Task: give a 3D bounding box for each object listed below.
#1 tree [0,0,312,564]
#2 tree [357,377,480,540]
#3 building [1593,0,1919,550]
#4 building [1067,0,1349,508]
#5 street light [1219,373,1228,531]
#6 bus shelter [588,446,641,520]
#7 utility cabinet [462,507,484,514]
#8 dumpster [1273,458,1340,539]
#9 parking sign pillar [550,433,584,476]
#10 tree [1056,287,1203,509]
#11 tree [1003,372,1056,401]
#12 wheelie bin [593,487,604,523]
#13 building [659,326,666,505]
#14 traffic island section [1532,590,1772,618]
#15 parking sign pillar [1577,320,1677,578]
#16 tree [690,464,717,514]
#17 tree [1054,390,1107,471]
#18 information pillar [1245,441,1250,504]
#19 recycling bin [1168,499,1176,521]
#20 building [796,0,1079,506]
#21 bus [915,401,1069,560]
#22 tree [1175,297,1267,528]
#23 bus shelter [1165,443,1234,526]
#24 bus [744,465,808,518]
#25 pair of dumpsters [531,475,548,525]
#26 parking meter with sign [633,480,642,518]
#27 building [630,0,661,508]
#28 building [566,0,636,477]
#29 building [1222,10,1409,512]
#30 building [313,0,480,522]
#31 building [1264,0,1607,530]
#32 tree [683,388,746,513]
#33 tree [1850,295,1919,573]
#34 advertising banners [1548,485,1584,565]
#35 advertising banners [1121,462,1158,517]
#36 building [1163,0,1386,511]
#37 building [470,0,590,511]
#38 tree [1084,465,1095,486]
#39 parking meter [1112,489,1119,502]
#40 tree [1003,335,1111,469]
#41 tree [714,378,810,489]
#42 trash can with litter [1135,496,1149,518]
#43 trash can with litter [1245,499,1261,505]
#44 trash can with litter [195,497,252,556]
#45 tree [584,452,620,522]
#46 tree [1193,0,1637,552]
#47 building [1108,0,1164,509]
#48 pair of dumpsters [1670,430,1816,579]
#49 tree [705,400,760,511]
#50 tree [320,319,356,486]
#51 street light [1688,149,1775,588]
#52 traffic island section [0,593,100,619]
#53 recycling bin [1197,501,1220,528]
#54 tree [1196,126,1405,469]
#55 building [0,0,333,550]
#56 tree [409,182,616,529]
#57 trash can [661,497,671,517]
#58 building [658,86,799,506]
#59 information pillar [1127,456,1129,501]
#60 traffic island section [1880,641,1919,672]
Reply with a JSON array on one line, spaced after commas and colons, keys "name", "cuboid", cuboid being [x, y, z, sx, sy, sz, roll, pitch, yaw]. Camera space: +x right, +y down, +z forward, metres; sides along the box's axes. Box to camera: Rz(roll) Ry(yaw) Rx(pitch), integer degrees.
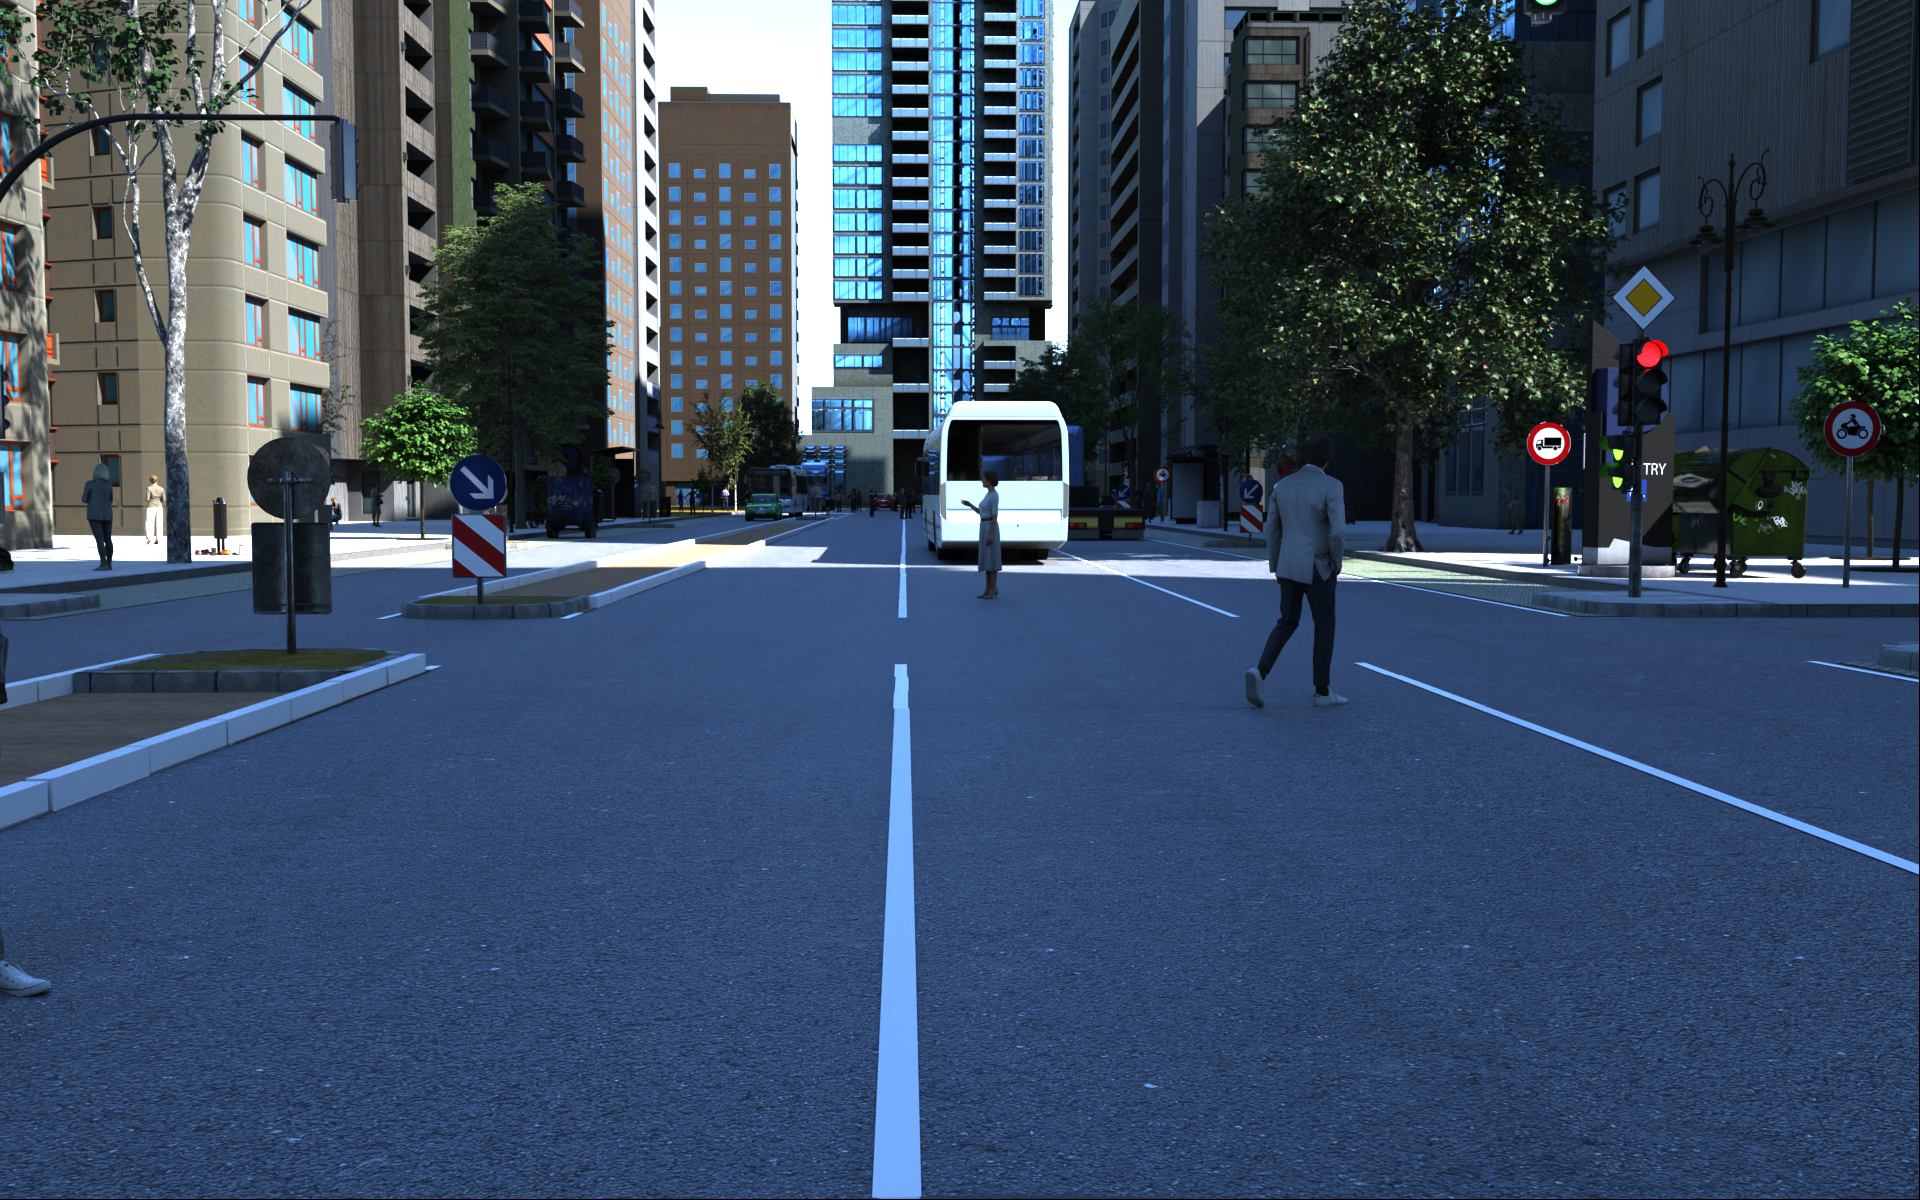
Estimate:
[{"name": "tree", "cuboid": [-13.666, -10.820, 32.794, 12.611, 20.169, 13.585, 0, 3, 0]}, {"name": "tree", "cuboid": [-15.071, -3.976, 48.729, 4.285, 4.588, 4.351, 0, 3, 0]}, {"name": "building", "cuboid": [34.249, -27.774, 43.342, 27.495, 52.752, 28.713, 0, 4, -2]}, {"name": "building", "cuboid": [27.194, -40.148, 198.426, 28.212, 58.520, 21.231, 0, 4, -2]}, {"name": "street light", "cuboid": [9.179, -5.314, 59.666, 0.468, 5.910, 1.993, 0, 4, -2]}, {"name": "bus shelter", "cuboid": [-17.561, -5.933, 88.287, 1.731, 3.624, 6.357, 0, 4, -2]}, {"name": "utility cabinet", "cuboid": [-15.846, -2.948, 56.876, 0.318, 1.500, 1.173, 2, 4, 24]}, {"name": "dumpster", "cuboid": [9.663, -2.802, 48.302, 1.502, 2.255, 1.985, 0, 4, -2]}, {"name": "parking sign pillar", "cuboid": [-16.144, -5.053, 71.095, 1.447, 3.967, 1.447, 0, 4, 4]}, {"name": "tree", "cuboid": [8.658, -9.887, 87.406, 9.928, 11.665, 9.643, 0, 3, 0]}, {"name": "tree", "cuboid": [6.602, -14.884, 160.359, 9.611, 12.733, 9.660, 0, 3, 0]}, {"name": "wheelie bin", "cuboid": [-16.184, -4.214, 76.810, 0.693, 1.594, 0.980, 0, 4, 4]}, {"name": "building", "cuboid": [-48.699, -21.725, 200.244, 28.899, 21.520, 27.650, 0, 4, -2]}, {"name": "traffic island section", "cuboid": [8.415, 0.045, 21.547, 2.009, 0.180, 2.903, 0, 4, -2]}, {"name": "parking sign pillar", "cuboid": [10.414, -2.352, 26.936, 1.447, 3.967, 1.447, -1, 4, -13]}, {"name": "tree", "cuboid": [-16.938, -7.270, 113.459, 1.663, 3.219, 1.824, 0, 3, 0]}, {"name": "tree", "cuboid": [8.006, -10.371, 119.921, 4.360, 8.622, 3.978, 0, 3, 0]}, {"name": "information pillar", "cuboid": [11.437, -4.741, 68.873, 0.183, 3.616, 0.504, 1, 4, 21]}, {"name": "recycling bin", "cuboid": [10.473, -4.316, 83.121, 0.722, 1.027, 0.722, -1, 4, -19]}, {"name": "building", "cuboid": [-2.667, -54.110, 197.370, 31.000, 86.520, 22.319, 0, 4, -2]}, {"name": "bus", "cuboid": [0.549, -2.819, 40.953, 2.948, 3.499, 13.247, 0, 4, -3]}, {"name": "tree", "cuboid": [10.076, -7.010, 64.973, 4.360, 8.622, 3.978, 0, 3, 0]}, {"name": "bus shelter", "cuboid": [9.861, -4.748, 71.546, 2.014, 3.302, 5.546, 0, 4, -2]}, {"name": "bus", "cuboid": [-11.249, -6.884, 107.415, 2.948, 3.499, 13.247, 0, 4, -1]}, {"name": "pair of dumpsters", "cuboid": [-17.365, -4.397, 74.385, 1.574, 2.255, 4.437, 0, 4, -2]}, {"name": "parking meter with sign", "cuboid": [-17.727, -5.990, 94.193, 0.543, 3.016, 1.738, -2, 4, -27]}, {"name": "building", "cuboid": [-41.099, -37.267, 151.307, 28.212, 58.520, 21.231, 0, 4, -2]}, {"name": "building", "cuboid": [-32.965, -29.469, 131.922, 14.600, 45.320, 14.200, 0, 4, -2]}, {"name": "building", "cuboid": [23.333, -20.559, 107.842, 14.160, 30.474, 14.107, 0, 4, -2]}, {"name": "building", "cuboid": [-32.023, -19.061, 83.355, 14.160, 30.474, 14.107, 0, 4, -2]}, {"name": "building", "cuboid": [28.058, -46.662, 75.600, 22.319, 86.520, 31.000, 0, 4, -2]}, {"name": "tree", "cuboid": [-16.706, -10.273, 118.329, 4.360, 8.622, 3.978, 0, 3, 0]}, {"name": "tree", "cuboid": [15.577, -2.757, 28.788, 4.285, 4.588, 4.351, 0, 3, 0]}, {"name": "advertising banners", "cuboid": [11.559, -2.168, 31.639, 2.074, 3.025, 0.090, -2, 4, -25]}, {"name": "advertising banners", "cuboid": [9.870, -6.066, 95.366, 2.074, 3.025, 0.090, 1, 4, 21]}, {"name": "building", "cuboid": [25.647, -35.853, 128.191, 21.231, 58.520, 28.212, 0, 4, -2]}, {"name": "building", "cuboid": [-36.196, -27.849, 109.958, 22.147, 44.769, 28.867, 0, 4, -2]}, {"name": "tree", "cuboid": [8.224, -7.340, 114.609, 1.663, 3.219, 1.824, 0, 3, 0]}, {"name": "parking meter", "cuboid": [8.223, -5.088, 91.599, 0.372, 1.533, 0.369, 0, 3, 0]}, {"name": "tree", "cuboid": [7.620, -14.302, 140.489, 9.857, 13.997, 8.962, 0, 3, 0]}, {"name": "tree", "cuboid": [-19.532, -15.536, 171.017, 9.611, 12.733, 9.660, 0, 3, 0]}, {"name": "trash can with litter", "cuboid": [9.703, -4.924, 91.892, 1.055, 1.170, 0.624, 2, 4, 24]}, {"name": "trash can with litter", "cuboid": [10.463, -3.131, 62.586, 0.624, 1.170, 1.055, -1, 4, -15]}, {"name": "trash can with litter", "cuboid": [-15.684, -1.575, 36.816, 1.678, 1.210, 2.233, -2, 4, -33]}, {"name": "tree", "cuboid": [-16.558, -5.225, 80.025, 1.663, 3.219, 1.824, 0, 3, 0]}, {"name": "tree", "cuboid": [9.918, -7.410, 38.166, 9.611, 12.733, 9.660, 0, 3, 0]}, {"name": "building", "cuboid": [25.122, -32.429, 153.918, 21.300, 48.544, 21.600, 0, 4, -2]}, {"name": "pair of dumpsters", "cuboid": [12.134, -1.576, 28.262, 1.574, 2.255, 4.437, 0, 4, -2]}, {"name": "tree", "cuboid": [-17.712, -11.266, 134.559, 4.737, 8.622, 4.395, 0, 3, 0]}, {"name": "tree", "cuboid": [-25.744, -7.209, 68.230, 4.360, 8.622, 3.978, 0, 3, 0]}, {"name": "street light", "cuboid": [10.476, -3.112, 23.674, 0.468, 5.910, 1.993, 0, 4, -2]}, {"name": "traffic island section", "cuboid": [-11.816, 0.084, 20.904, 2.009, 0.180, 2.903, 0, 4, -2]}, {"name": "recycling bin", "cuboid": [9.322, -3.211, 65.053, 0.722, 1.027, 0.722, 0, 4, -5]}, {"name": "tree", "cuboid": [10.900, -8.265, 53.255, 7.486, 12.596, 7.792, 0, 3, 0]}, {"name": "building", "cuboid": [-35.692, -12.302, 46.169, 27.650, 21.520, 28.899, 0, 4, -2]}, {"name": "tree", "cuboid": [-16.212, -8.866, 63.082, 7.486, 12.596, 7.792, 0, 3, 0]}, {"name": "trash can", "cuboid": [-16.253, -5.128, 95.493, 0.748, 1.137, 0.748, 0, 3, 0]}, {"name": "building", "cuboid": [-25.522, -33.265, 193.992, 14.200, 45.320, 14.600, 0, 4, -2]}, {"name": "information pillar", "cuboid": [9.083, -6.241, 93.396, 0.183, 3.616, 0.504, 0, 4, 5]}, {"name": "traffic island section", "cuboid": [8.671, 0.533, 13.566, 2.009, 0.180, 2.903, 0, 4, -2]}]
